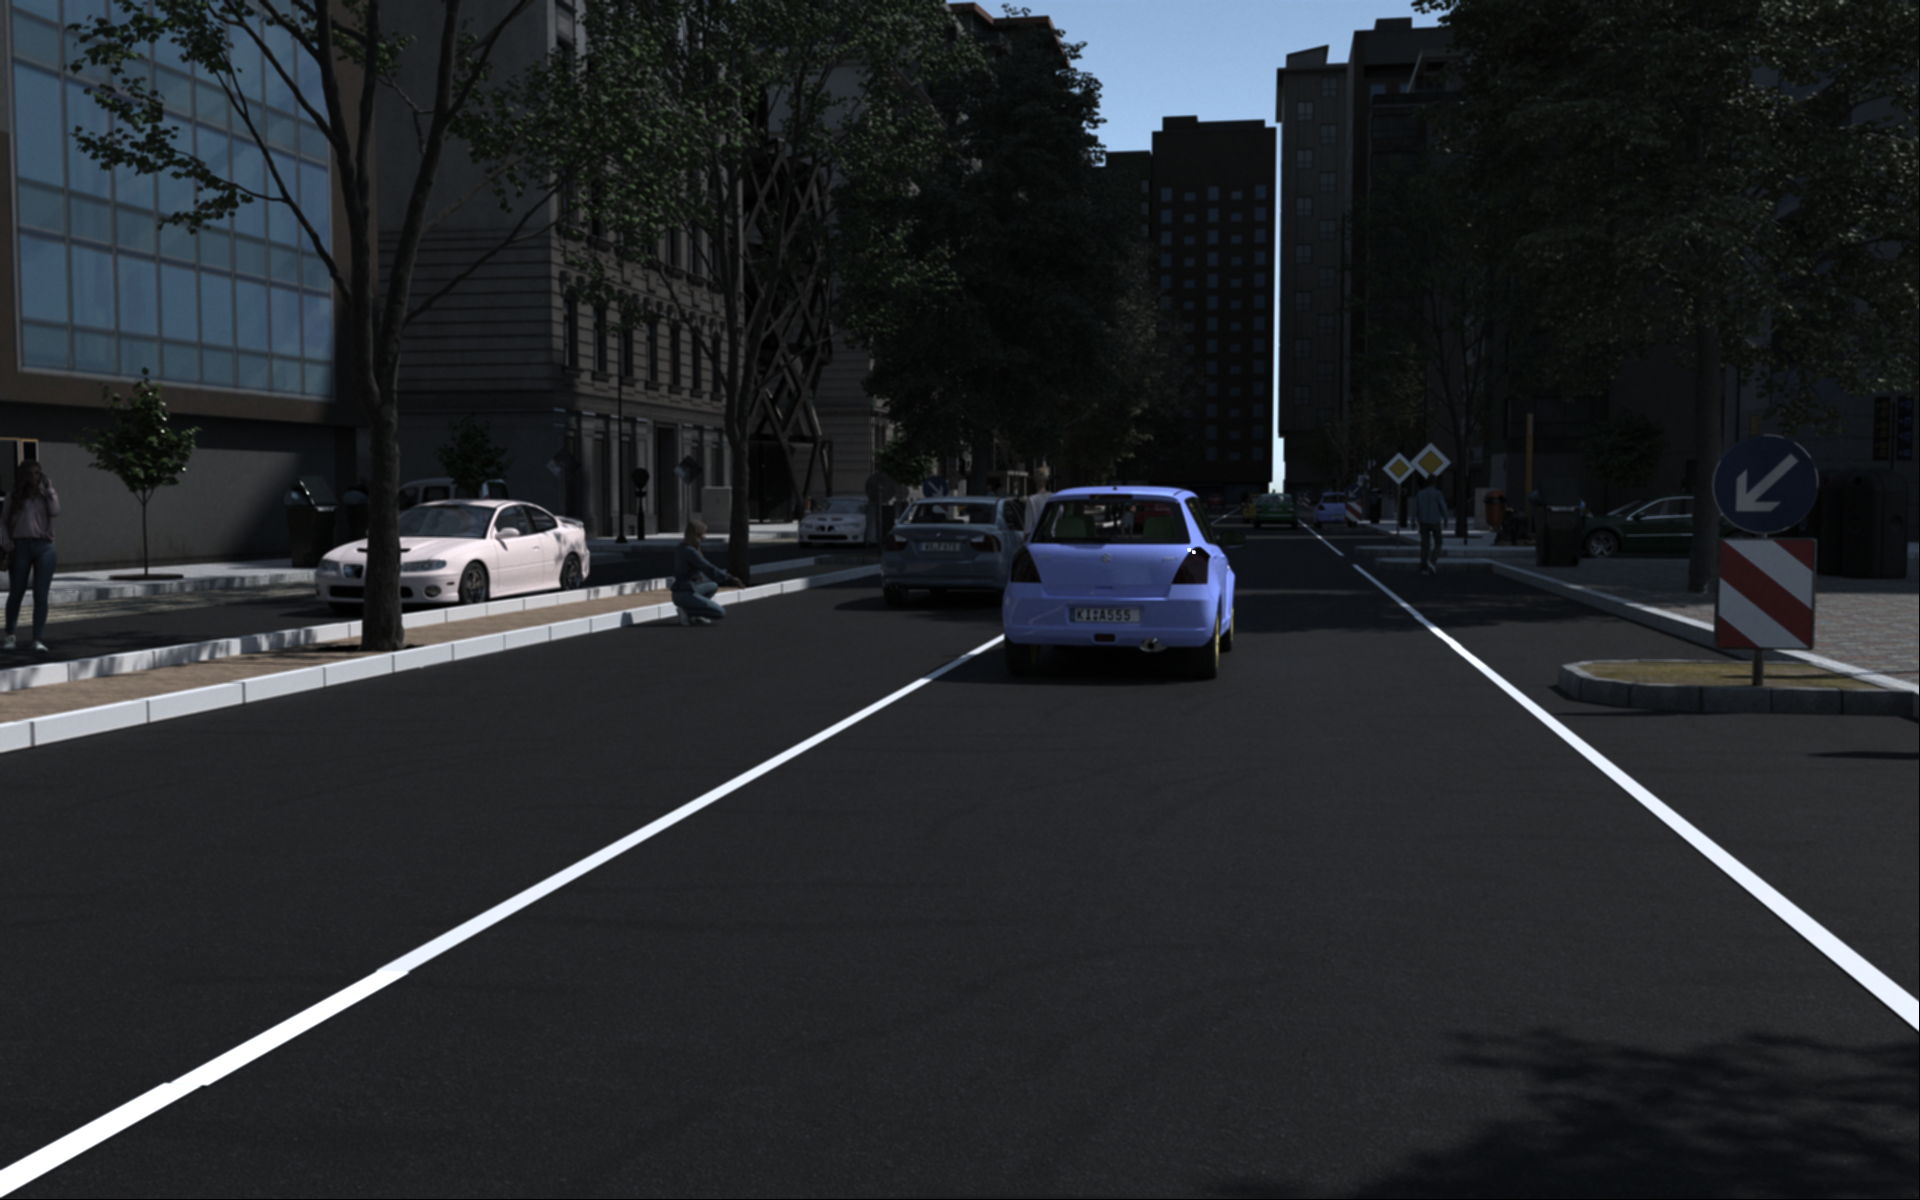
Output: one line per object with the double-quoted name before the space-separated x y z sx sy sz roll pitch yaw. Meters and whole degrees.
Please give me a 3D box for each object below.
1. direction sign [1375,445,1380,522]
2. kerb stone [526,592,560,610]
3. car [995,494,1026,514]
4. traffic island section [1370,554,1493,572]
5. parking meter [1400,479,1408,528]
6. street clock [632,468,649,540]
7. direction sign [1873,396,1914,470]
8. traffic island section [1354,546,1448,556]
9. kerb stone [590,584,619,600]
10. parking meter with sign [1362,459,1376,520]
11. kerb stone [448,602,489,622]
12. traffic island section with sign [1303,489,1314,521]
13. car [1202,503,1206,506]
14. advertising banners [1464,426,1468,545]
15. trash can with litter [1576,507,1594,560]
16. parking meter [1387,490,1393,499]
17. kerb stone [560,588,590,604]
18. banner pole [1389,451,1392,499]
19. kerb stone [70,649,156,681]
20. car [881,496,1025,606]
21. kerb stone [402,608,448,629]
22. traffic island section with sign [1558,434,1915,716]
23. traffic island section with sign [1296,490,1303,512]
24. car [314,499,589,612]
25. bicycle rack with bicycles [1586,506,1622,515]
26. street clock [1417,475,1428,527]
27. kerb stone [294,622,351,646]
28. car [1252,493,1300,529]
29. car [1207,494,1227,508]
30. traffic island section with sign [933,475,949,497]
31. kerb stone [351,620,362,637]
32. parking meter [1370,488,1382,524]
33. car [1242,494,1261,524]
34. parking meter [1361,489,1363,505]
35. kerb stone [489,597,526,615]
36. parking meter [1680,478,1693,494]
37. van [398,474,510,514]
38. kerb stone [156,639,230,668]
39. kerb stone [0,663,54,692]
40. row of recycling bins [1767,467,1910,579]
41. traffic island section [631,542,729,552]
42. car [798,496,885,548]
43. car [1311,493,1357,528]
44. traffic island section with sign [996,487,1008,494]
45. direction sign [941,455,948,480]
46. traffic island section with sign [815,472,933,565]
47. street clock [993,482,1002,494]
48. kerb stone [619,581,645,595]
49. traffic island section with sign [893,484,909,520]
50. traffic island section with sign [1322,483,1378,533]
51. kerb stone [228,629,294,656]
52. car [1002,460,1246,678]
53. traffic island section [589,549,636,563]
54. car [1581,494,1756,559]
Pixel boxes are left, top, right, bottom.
"direction sign" 19.103 -5.351 79.484 0.379 3.537 0.876 1 4 12
"kerb stone" -5.315 0.027 21.755 0.120 0.150 1.000 1 4 10
"car" 1.973 -3.899 75.547 2.131 1.459 4.920 1 4 11
"traffic island section" 9.094 -0.688 33.523 2.009 0.180 2.903 1 4 10
"parking meter" 16.914 -3.686 65.970 0.255 1.863 0.399 1 4 13
"street clock" -8.876 -2.665 48.149 0.471 2.002 0.358 -1 4 -14
"direction sign" 21.636 -2.949 40.216 0.379 3.537 0.876 -3 4 -36
"traffic island section" 10.481 -1.169 41.387 2.009 0.180 2.903 1 4 10
"kerb stone" -4.956 -0.096 23.771 0.120 0.150 1.000 1 4 10
"parking meter with sign" 20.653 -5.584 87.557 0.543 3.016 1.738 0 4 4
"kerb stone" -5.672 0.151 19.736 0.120 0.150 1.000 1 4 10
"traffic island section with sign" 19.504 -5.125 92.421 1.989 1.847 2.006 1 4 10
"car" 10.497 -4.341 81.192 2.015 1.641 3.980 1 4 11
"advertising banners" 12.881 -2.927 44.039 0.090 3.025 2.074 1 4 16
"trash can with litter" 11.690 -1.353 33.513 1.055 1.170 0.624 -2 4 -34
"parking meter" 27.486 -6.253 110.644 0.372 1.533 0.369 0 3 0
"kerb stone" -5.141 -0.035 22.762 0.120 0.150 1.000 1 4 10
"banner pole" 25.323 -6.845 101.928 0.401 3.779 0.863 1 4 22
"kerb stone" -6.744 0.523 13.676 0.120 0.150 1.000 1 4 10
"car" 0.136 -0.701 23.471 2.014 1.417 4.499 1 4 11
"kerb stone" -5.852 0.212 18.726 0.120 0.150 1.000 1 4 10
"traffic island section with sign" 5.363 -0.223 12.270 1.989 1.847 2.006 1 4 10
"traffic island section with sign" 28.173 -8.133 141.598 1.989 1.847 2.006 1 4 10
"car" -6.416 -0.612 22.368 2.083 1.381 4.827 1 4 11
"bicycle rack with bicycles" 19.029 -2.356 51.902 2.925 0.926 2.852 0 4 -4
"street clock" 17.767 -3.782 66.413 0.358 2.002 0.471 -2 4 -24
"kerb stone" -6.210 0.336 16.698 0.120 0.150 1.000 1 4 10
"car" 13.120 -3.861 71.919 1.959 1.807 4.718 1 4 11
"car" 26.880 -10.538 181.337 2.155 1.783 4.494 1 4 10
"traffic island section with sign" -0.483 -2.131 42.971 2.006 1.907 1.989 1 4 10
"kerb stone" -6.035 0.279 17.721 0.120 0.150 1.000 1 4 10
"parking meter" 17.995 -4.078 75.087 0.372 1.533 0.369 0 3 0
"car" 14.773 -4.559 84.762 2.015 1.641 3.980 1 4 12
"parking meter" 21.762 -5.181 93.115 0.372 1.533 0.369 0 3 0
"kerb stone" -5.499 0.088 20.750 0.120 0.150 1.000 1 4 10
"parking meter" 26.054 -3.452 62.145 0.255 1.863 0.399 0 4 -8
"van" -13.068 -2.157 42.282 4.112 2.044 2.013 1 4 8
"kerb stone" -6.562 0.460 14.682 0.120 0.150 1.000 1 4 10
"kerb stone" -6.921 0.583 12.670 0.120 0.150 1.000 1 4 10
"row of recycling bins" 14.064 -1.266 27.807 1.069 1.692 3.534 0 4 2
"traffic island section" -6.990 -1.357 44.463 2.009 0.180 2.903 1 4 10
"car" -3.127 -2.154 47.575 2.083 1.381 4.827 1 4 9
"car" 16.063 -3.952 74.211 1.945 1.707 3.694 1 4 9
"traffic island section with sign" 2.306 -5.294 95.186 1.989 1.847 2.006 1 4 10
"direction sign" -0.892 -6.462 97.649 0.379 3.537 0.876 -2 4 -24
"traffic island section with sign" -1.779 -1.684 35.677 2.006 1.907 1.989 1 4 10
"street clock" 2.307 -6.227 106.387 0.471 2.002 0.358 -1 4 -12
"kerb stone" -4.779 -0.158 24.778 0.120 0.150 1.000 1 4 10
"traffic island section with sign" -2.388 -3.670 68.637 1.989 1.847 2.006 1 4 10
"traffic island section with sign" 14.762 -3.485 65.613 1.989 1.847 2.006 1 4 10
"kerb stone" -6.385 0.398 15.688 0.120 0.150 1.000 1 4 10
"car" 1.459 -0.323 14.878 1.945 1.707 3.694 1 4 11
"traffic island section" -8.378 -0.876 36.599 2.009 0.180 2.903 1 4 10
"car" 15.290 -1.585 37.714 4.920 1.459 2.131 0 4 8
